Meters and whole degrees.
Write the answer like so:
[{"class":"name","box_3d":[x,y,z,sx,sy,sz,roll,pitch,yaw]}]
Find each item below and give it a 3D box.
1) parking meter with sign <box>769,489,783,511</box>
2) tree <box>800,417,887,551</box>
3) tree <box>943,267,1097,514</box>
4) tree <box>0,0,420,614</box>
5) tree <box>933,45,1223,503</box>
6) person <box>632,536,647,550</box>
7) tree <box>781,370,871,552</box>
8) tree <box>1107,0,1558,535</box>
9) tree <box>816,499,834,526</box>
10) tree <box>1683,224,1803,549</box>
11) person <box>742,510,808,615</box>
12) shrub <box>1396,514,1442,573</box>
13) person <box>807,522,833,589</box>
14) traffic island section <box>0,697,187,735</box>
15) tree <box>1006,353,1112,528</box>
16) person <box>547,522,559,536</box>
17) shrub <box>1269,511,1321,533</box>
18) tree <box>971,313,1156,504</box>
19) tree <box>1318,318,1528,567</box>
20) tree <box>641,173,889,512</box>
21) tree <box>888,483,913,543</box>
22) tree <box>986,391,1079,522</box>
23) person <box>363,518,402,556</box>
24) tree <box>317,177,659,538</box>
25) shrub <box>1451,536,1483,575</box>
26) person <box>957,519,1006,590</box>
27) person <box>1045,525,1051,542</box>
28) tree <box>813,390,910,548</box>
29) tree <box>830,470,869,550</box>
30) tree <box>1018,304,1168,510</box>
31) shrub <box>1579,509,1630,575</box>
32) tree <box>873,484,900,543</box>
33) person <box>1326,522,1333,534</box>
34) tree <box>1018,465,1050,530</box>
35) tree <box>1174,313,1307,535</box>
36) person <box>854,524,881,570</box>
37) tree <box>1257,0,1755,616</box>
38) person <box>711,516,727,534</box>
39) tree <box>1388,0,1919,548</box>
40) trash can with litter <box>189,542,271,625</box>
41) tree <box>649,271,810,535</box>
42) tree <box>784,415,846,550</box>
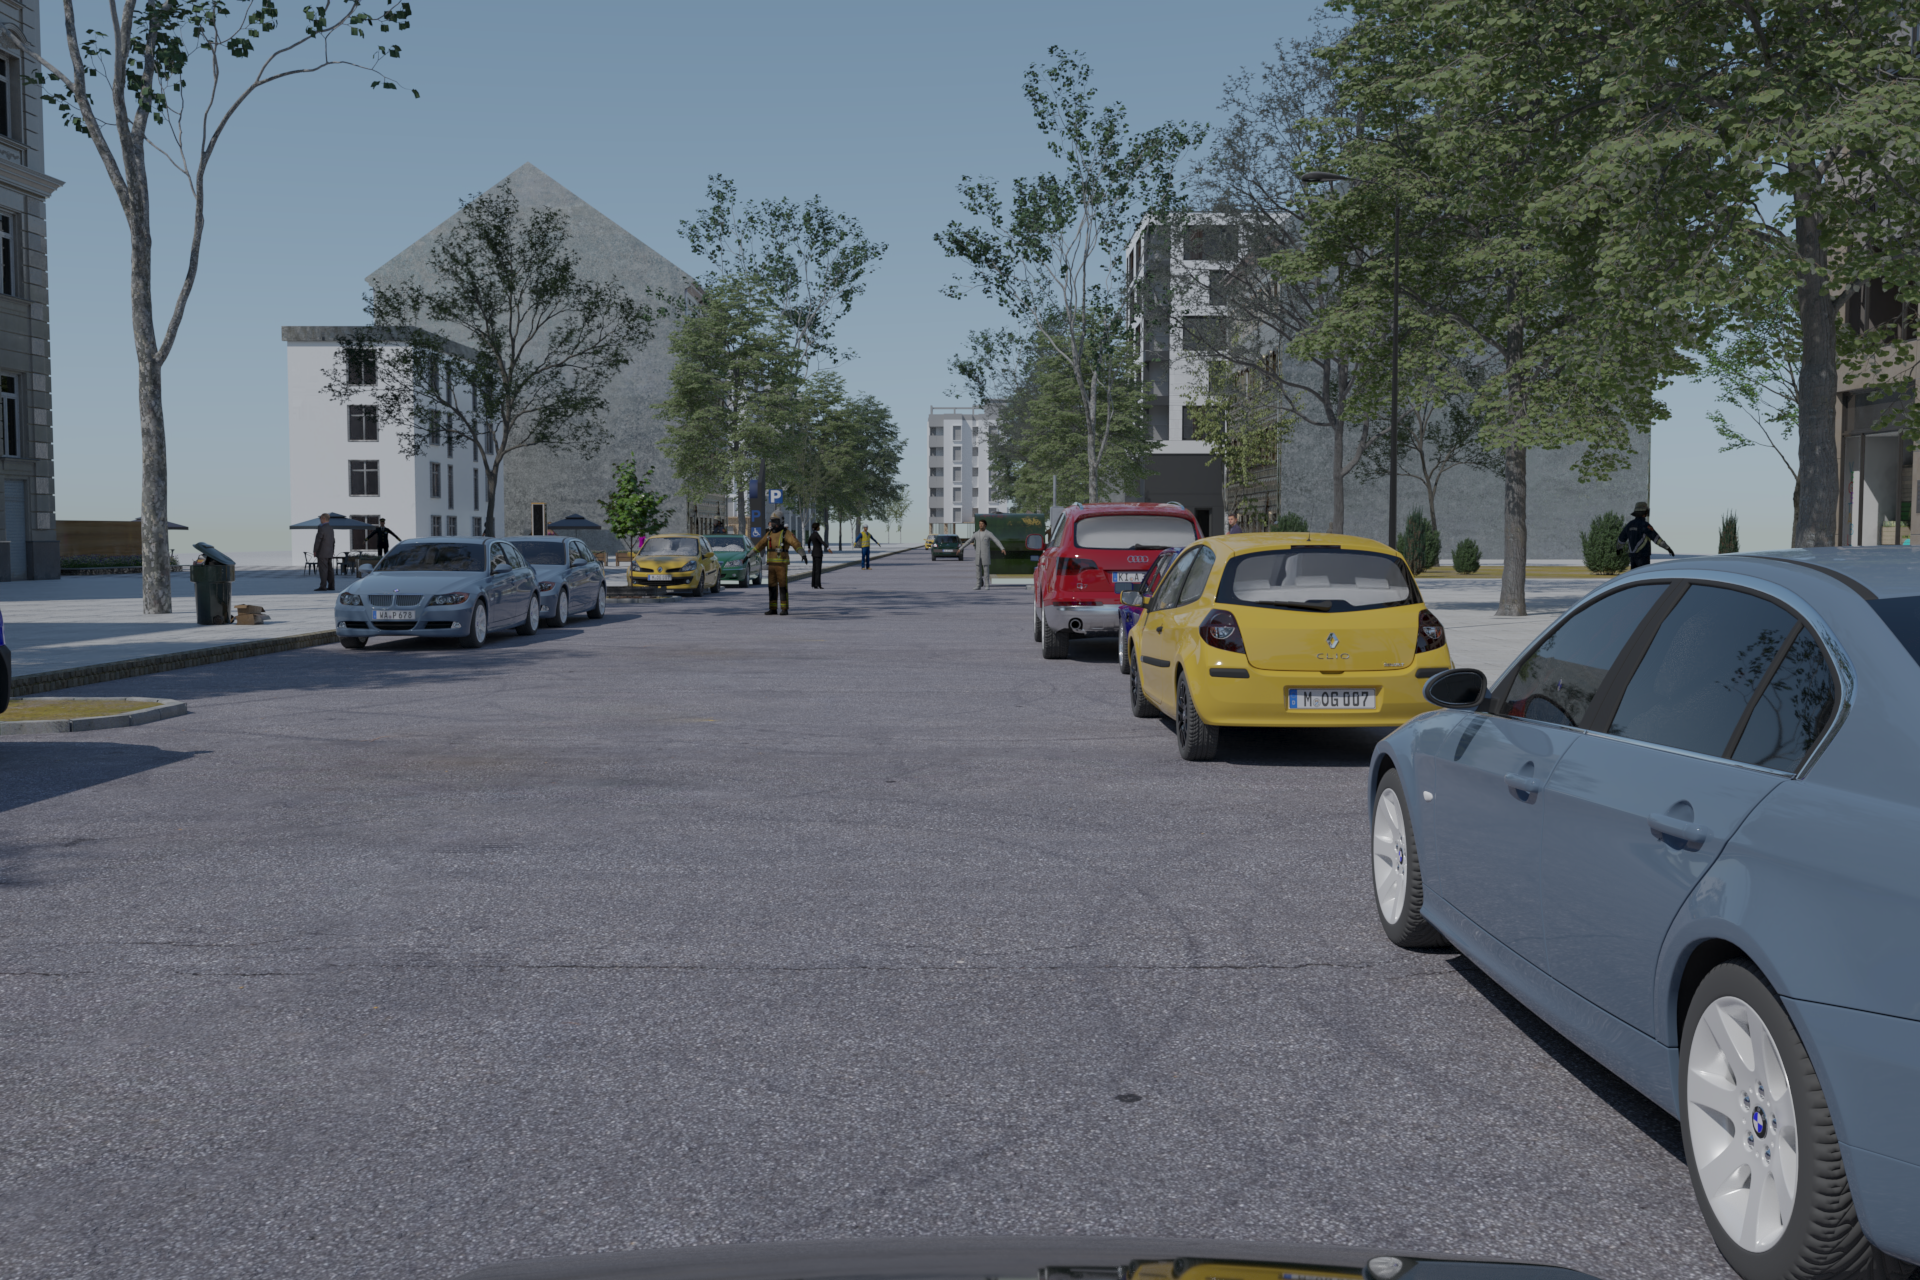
[{"class":"parking meter with sign","box_3d":[-7.179,-4.413,68.418,0.543,3.016,1.738,0,4,0]},{"class":"tree","box_3d":[-9.421,-12.158,133.202,8.767,10.594,7.601,2,4,27]},{"class":"tree","box_3d":[4.981,-16.511,125.849,12.611,20.169,13.585,0,3,0]},{"class":"tree","box_3d":[-13.407,-10.401,25.940,12.611,20.169,13.585,0,3,0]},{"class":"tree","box_3d":[4.193,-13.105,70.159,12.611,20.169,13.585,0,3,0]},{"class":"person","box_3d":[-12.319,-3.521,66.835,0.991,1.433,0.599,3,4,37]},{"class":"tree","box_3d":[-9.673,-12.369,120.352,7.486,12.596,7.792,0,3,0]},{"class":"tree","box_3d":[8.541,-7.825,38.316,12.009,13.543,11.850,0,3,0]},{"class":"tree","box_3d":[-21.575,-20.595,243.375,9.857,13.997,8.962,0,3,0]},{"class":"tree","box_3d":[26.701,-7.890,54.763,9.928,11.665,9.643,0,3,0]},{"class":"person","box_3d":[-3.225,-1.366,30.565,1.354,1.858,0.705,2,4,28]},{"class":"shrub","box_3d":[15.234,-3.263,57.764,1.690,2.028,1.600,0,3,0]},{"class":"person","box_3d":[-3.669,-2.203,45.203,0.721,1.740,1.216,-2,4,-33]},{"class":"traffic island section","box_3d":[-7.158,0.583,13.332,1.991,0.108,1.994,0,4,1]},{"class":"tree","box_3d":[6.154,-11.656,108.707,7.486,12.596,7.792,0,3,0]},{"class":"person","box_3d":[-14.917,-3.451,63.228,0.721,1.733,1.217,3,5,41]},{"class":"shrub","box_3d":[9.950,-2.911,52.019,1.690,2.028,1.600,0,3,0]},{"class":"tree","box_3d":[5.770,-11.371,96.286,12.009,13.543,11.850,0,3,0]},{"class":"tree","box_3d":[18.540,-8.159,67.812,8.767,10.594,7.601,-1,4,-19]},{"class":"tree","box_3d":[-10.473,-14.425,91.738,12.611,20.169,13.585,0,3,0]},{"class":"tree","box_3d":[-8.742,-18.204,247.989,4.737,8.622,4.395,0,3,0]},{"class":"tree","box_3d":[6.475,-14.669,146.499,9.857,13.997,8.962,0,3,0]},{"class":"person","box_3d":[-19.914,-3.293,59.777,1.347,1.837,0.705,-1,4,-22]},{"class":"tree","box_3d":[-12.555,-6.820,45.916,8.767,10.594,7.601,-2,4,-27]},{"class":"shrub","box_3d":[16.058,-2.676,54.869,1.383,1.207,1.383,0,3,0]},{"class":"person","box_3d":[0.569,-2.184,44.354,1.347,1.806,0.705,1,4,22]},{"class":"person","box_3d":[4.248,-4.508,79.842,1.346,1.812,0.704,1,4,17]},{"class":"tree","box_3d":[-9.132,-15.189,154.995,9.857,13.997,8.962,0,3,0]},{"class":"tree","box_3d":[-8.820,-11.803,143.343,4.360,8.622,3.978,0,3,0]},{"class":"tree","box_3d":[6.565,-10.224,85.289,7.486,12.596,7.792,0,3,0]},{"class":"shrub","box_3d":[20.176,-3.050,53.906,1.661,2.075,1.752,0,3,0]},{"class":"tree","box_3d":[-9.730,-17.818,241.686,4.360,8.622,3.978,0,3,0]},{"class":"person","box_3d":[16.214,-4.244,75.523,0.705,1.813,1.348,-1,4,-14]},{"class":"tree","box_3d":[6.587,-12.514,154.966,4.737,8.622,4.395,0,3,0]},{"class":"tree","box_3d":[9.175,-6.586,58.039,4.737,8.622,4.395,0,3,0]},{"class":"person","box_3d":[-3.766,-3.734,69.484,1.349,1.833,0.705,-3,5,-40]},{"class":"tree","box_3d":[8.636,-6.675,27.271,7.486,12.596,7.792,0,3,0]},{"class":"person","box_3d":[-7.621,-2.973,54.383,0.705,1.856,1.354,-2,4,-35]},{"class":"tree","box_3d":[7.507,-5.976,15.839,7.486,12.596,7.792,0,3,0]},{"class":"trash can with litter","box_3d":[-10.344,-0.807,24.583,1.055,1.170,0.624,0,4,0]},{"class":"tree","box_3d":[-9.872,-9.617,75.364,7.486,12.596,7.792,0,3,0]},{"class":"tree","box_3d":[-9.681,-9.502,105.724,4.360,8.622,3.978,0,3,0]}]
